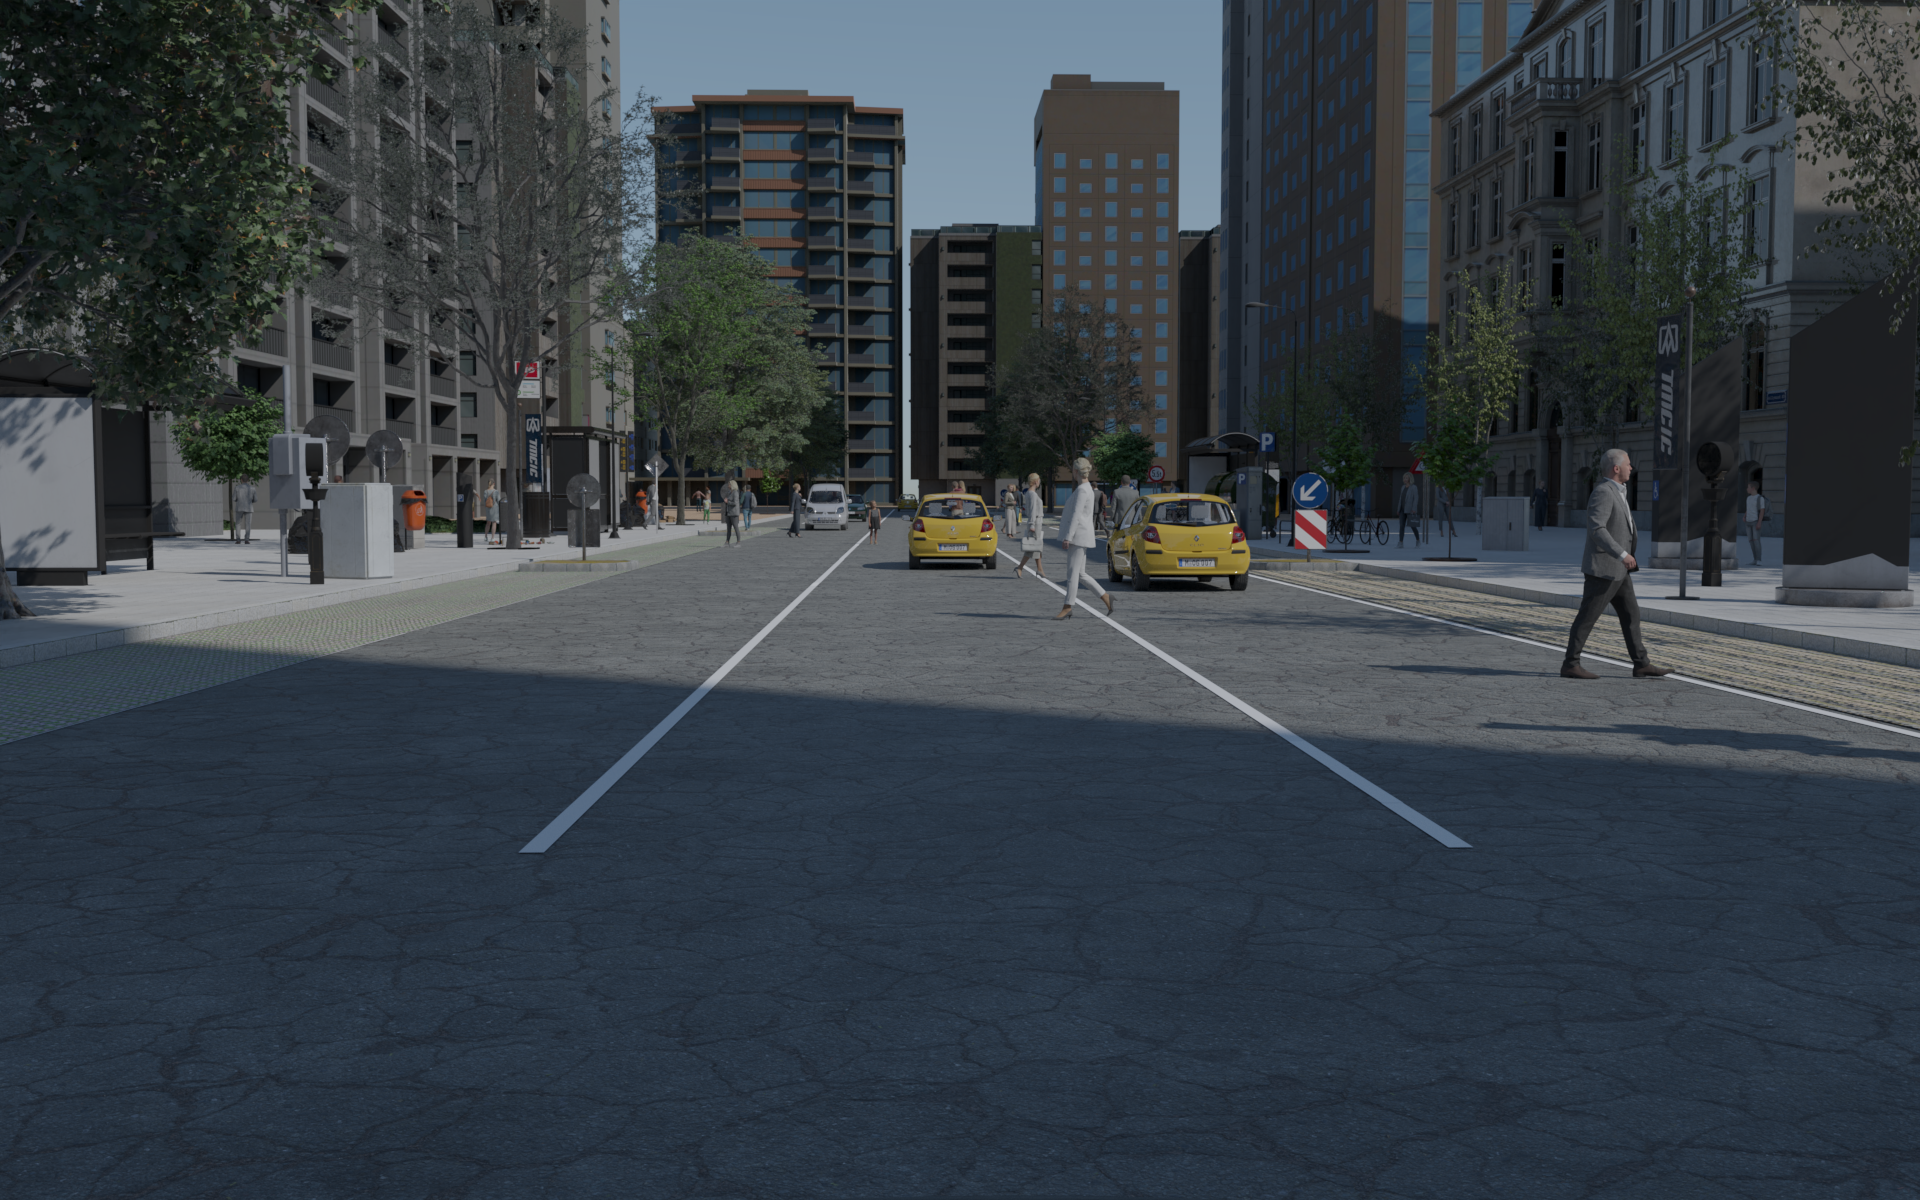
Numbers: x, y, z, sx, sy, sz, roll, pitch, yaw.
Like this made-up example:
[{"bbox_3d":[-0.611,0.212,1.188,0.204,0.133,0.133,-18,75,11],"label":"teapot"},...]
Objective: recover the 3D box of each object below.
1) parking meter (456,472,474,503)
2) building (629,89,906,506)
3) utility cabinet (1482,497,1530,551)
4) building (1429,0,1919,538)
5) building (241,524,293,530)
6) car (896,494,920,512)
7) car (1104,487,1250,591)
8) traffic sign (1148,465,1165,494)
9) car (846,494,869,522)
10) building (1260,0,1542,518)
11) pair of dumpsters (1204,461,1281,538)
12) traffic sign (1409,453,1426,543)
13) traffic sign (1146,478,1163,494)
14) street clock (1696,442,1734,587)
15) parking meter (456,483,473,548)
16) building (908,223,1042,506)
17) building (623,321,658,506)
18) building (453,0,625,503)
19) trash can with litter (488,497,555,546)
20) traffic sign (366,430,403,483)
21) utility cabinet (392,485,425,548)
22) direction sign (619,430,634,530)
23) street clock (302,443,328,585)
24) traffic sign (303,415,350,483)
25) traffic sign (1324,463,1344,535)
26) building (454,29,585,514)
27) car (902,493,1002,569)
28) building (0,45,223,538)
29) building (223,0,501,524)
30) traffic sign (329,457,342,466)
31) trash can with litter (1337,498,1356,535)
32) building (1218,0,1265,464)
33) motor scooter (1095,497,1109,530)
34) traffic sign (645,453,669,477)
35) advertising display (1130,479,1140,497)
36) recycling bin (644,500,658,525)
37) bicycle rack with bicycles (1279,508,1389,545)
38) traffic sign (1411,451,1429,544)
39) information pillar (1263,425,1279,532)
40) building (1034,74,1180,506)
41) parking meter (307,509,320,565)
[{"bbox_3d":[-13.328,-2.504,46.645,0.399,1.863,0.255,-3,5,-39],"label":"parking meter"},{"bbox_3d":[-20.401,-32.778,190.545,28.867,44.769,22.147,0,4,-2],"label":"building"},{"bbox_3d":[12.390,-1.724,39.345,0.306,1.237,1.020,-3,5,-44],"label":"utility cabinet"},{"bbox_3d":[28.687,-15.153,66.843,14.460,24.649,34.723,0,4,-2],"label":"building"},{"bbox_3d":[-34.464,-38.651,70.199,20.563,71.187,20.611,0,4,-2],"label":"building"},{"bbox_3d":[-4.330,-8.151,143.487,2.015,1.641,3.980,0,4,-2],"label":"car"},{"bbox_3d":[3.334,-1.030,27.061,2.015,1.641,3.980,0,4,-3],"label":"car"},{"bbox_3d":[8.599,-4.630,75.806,0.768,2.556,0.104,0,4,1],"label":"traffic sign"},{"bbox_3d":[-5.710,-4.913,90.114,2.009,1.686,4.222,0,4,-3],"label":"car"},{"bbox_3d":[27.609,-28.156,110.467,14.600,45.320,14.200,0,4,-2],"label":"building"},{"bbox_3d":[8.554,-3.059,52.516,1.574,2.255,4.437,0,4,-2],"label":"pair of dumpsters"},{"bbox_3d":[12.257,-2.796,45.717,0.884,2.594,0.081,0,4,6],"label":"traffic sign"},{"bbox_3d":[9.213,-5.040,82.401,0.884,2.594,0.081,0,4,6],"label":"traffic sign"},{"bbox_3d":[10.439,-1.188,23.995,0.358,2.002,0.471,-1,4,-20],"label":"street clock"},{"bbox_3d":[-11.837,-2.017,41.385,0.372,1.533,0.369,0,3,0],"label":"parking meter"},{"bbox_3d":[1.481,-25.442,187.684,14.107,30.474,14.160,0,4,-2],"label":"building"},{"bbox_3d":[-49.686,-21.327,193.737,28.899,21.520,27.650,0,4,-2],"label":"building"},{"bbox_3d":[-38.241,-31.134,132.740,21.600,48.544,21.300,0,4,-2],"label":"building"},{"bbox_3d":[-11.127,-2.022,44.119,1.678,1.210,2.233,3,4,38],"label":"trash can with litter"},{"bbox_3d":[-11.388,-2.089,34.261,0.768,2.556,0.104,0,4,6],"label":"traffic sign"},{"bbox_3d":[-13.036,-1.956,40.661,1.173,1.500,0.318,3,5,41],"label":"utility cabinet"},{"bbox_3d":[-11.908,-4.280,61.972,0.379,3.537,0.876,1,4,23],"label":"direction sign"},{"bbox_3d":[-9.143,-1.224,24.576,0.358,2.002,0.471,-1,4,-18],"label":"street clock"},{"bbox_3d":[-10.161,-1.693,27.783,0.768,2.556,0.104,0,4,0],"label":"traffic sign"},{"bbox_3d":[11.601,-3.288,53.861,0.768,2.556,0.104,0,4,-1],"label":"traffic sign"},{"bbox_3d":[-32.649,-20.791,111.638,14.160,30.474,14.107,0,4,-2],"label":"building"},{"bbox_3d":[-0.159,-1.475,34.339,2.015,1.641,3.980,0,4,-1],"label":"car"},{"bbox_3d":[-33.184,-30.352,38.258,21.231,58.520,28.212,0,4,-2],"label":"building"},{"bbox_3d":[-36.215,-39.964,91.661,20.563,71.187,20.611,0,4,-2],"label":"building"},{"bbox_3d":[-11.637,-1.934,31.727,0.768,2.556,0.104,0,4,4],"label":"traffic sign"},{"bbox_3d":[12.118,-2.642,54.585,0.624,1.170,1.055,0,4,4],"label":"trash can with litter"},{"bbox_3d":[30.513,-36.044,131.322,21.231,58.520,28.212,0,4,-2],"label":"building"},{"bbox_3d":[5.311,-3.281,66.415,0.815,1.314,1.986,0,4,-3],"label":"motor scooter"},{"bbox_3d":[-9.840,-3.449,56.128,0.795,2.593,0.064,0,4,3],"label":"traffic sign"},{"bbox_3d":[7.257,-4.131,72.761,0.123,1.923,0.974,-2,4,-26],"label":"advertising display"},{"bbox_3d":[-13.061,-3.670,72.556,0.722,1.027,0.722,-1,4,-20],"label":"recycling bin"},{"bbox_3d":[9.420,-1.899,44.424,2.852,0.926,2.925,0,4,-7],"label":"bicycle rack with bicycles"},{"bbox_3d":[11.921,-2.699,44.125,0.884,2.594,0.081,0,4,6],"label":"traffic sign"},{"bbox_3d":[10.589,-4.130,58.887,0.504,3.616,0.183,0,4,5],"label":"information pillar"},{"bbox_3d":[15.607,-32.925,188.440,14.200,45.320,14.600,0,4,-2],"label":"building"},{"bbox_3d":[-11.653,-1.571,31.395,0.255,1.863,0.399,0,4,0],"label":"parking meter"}]
